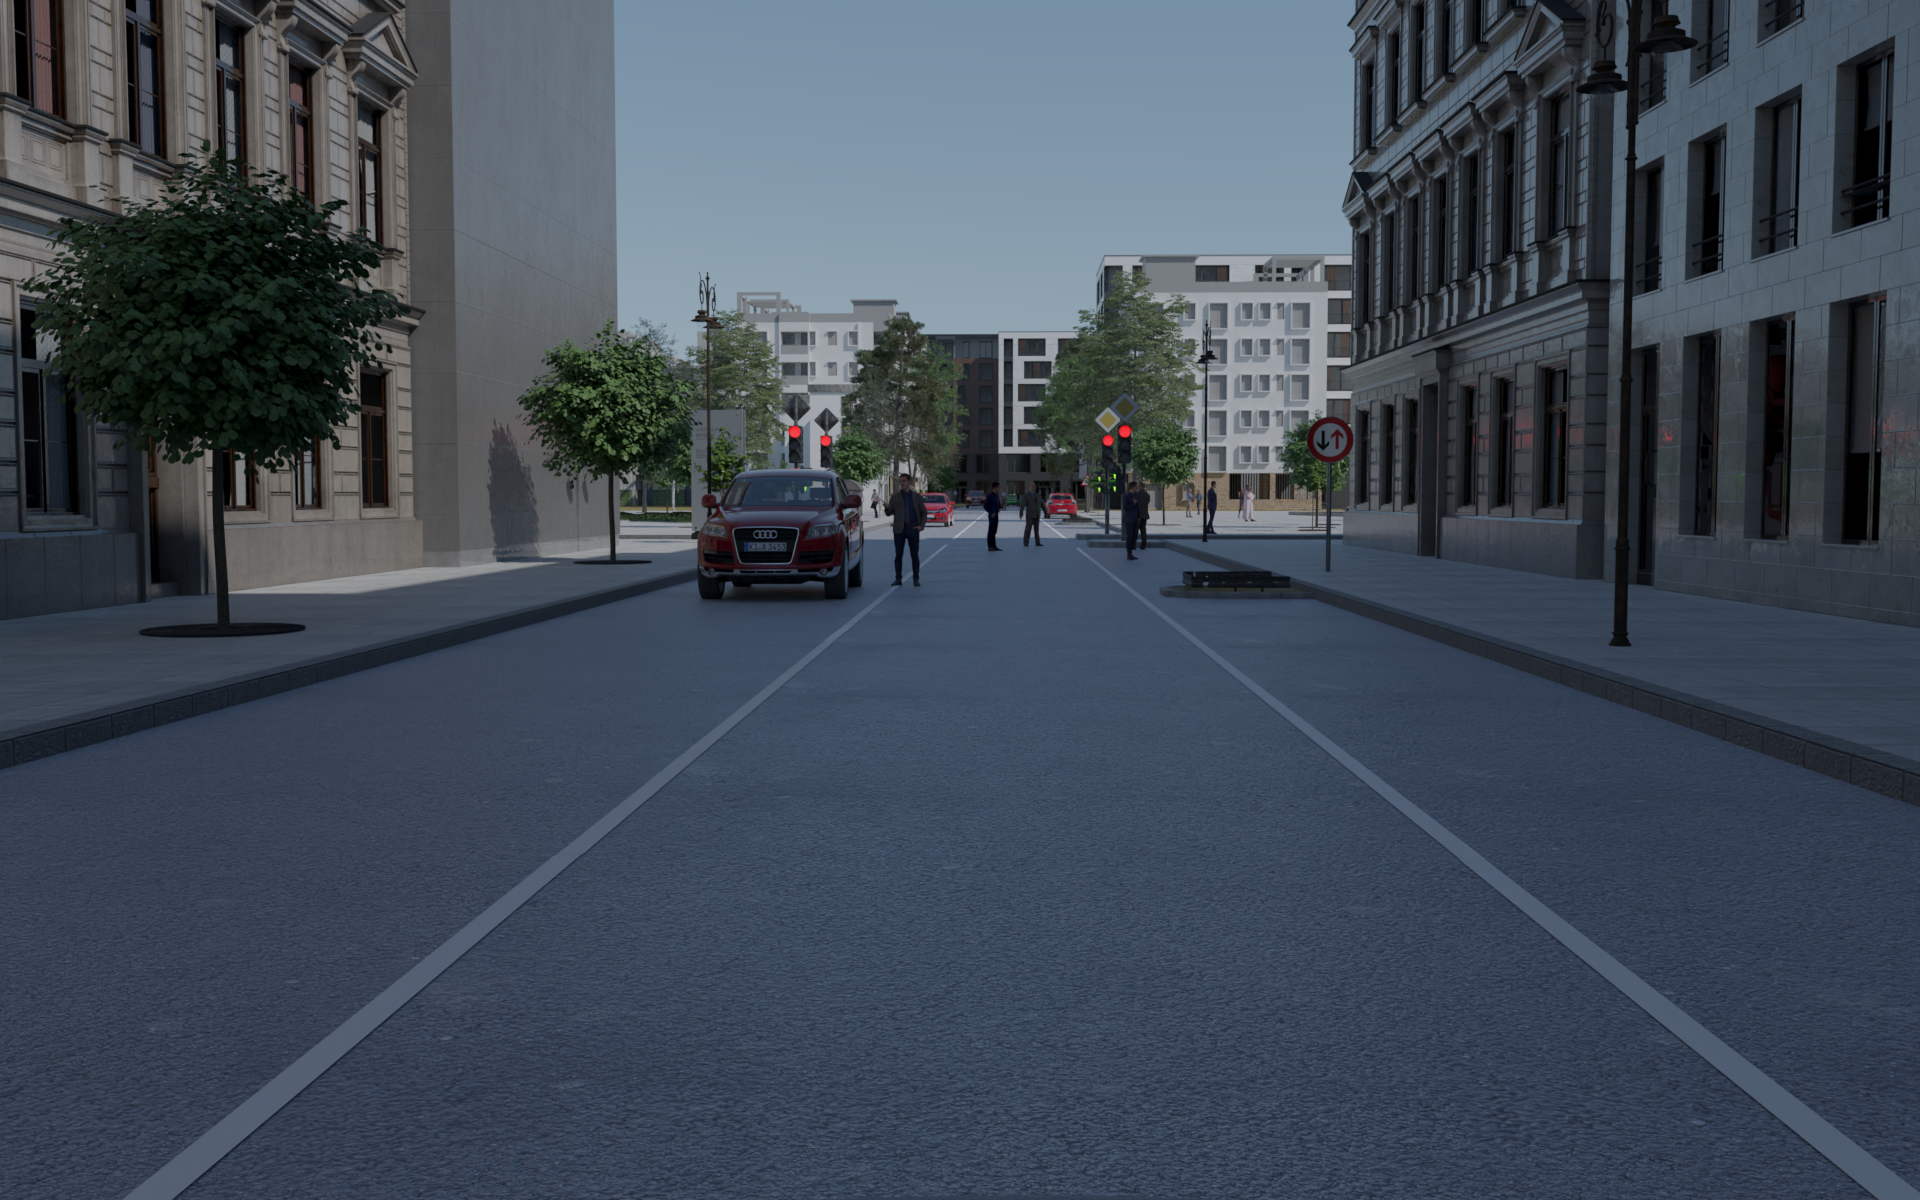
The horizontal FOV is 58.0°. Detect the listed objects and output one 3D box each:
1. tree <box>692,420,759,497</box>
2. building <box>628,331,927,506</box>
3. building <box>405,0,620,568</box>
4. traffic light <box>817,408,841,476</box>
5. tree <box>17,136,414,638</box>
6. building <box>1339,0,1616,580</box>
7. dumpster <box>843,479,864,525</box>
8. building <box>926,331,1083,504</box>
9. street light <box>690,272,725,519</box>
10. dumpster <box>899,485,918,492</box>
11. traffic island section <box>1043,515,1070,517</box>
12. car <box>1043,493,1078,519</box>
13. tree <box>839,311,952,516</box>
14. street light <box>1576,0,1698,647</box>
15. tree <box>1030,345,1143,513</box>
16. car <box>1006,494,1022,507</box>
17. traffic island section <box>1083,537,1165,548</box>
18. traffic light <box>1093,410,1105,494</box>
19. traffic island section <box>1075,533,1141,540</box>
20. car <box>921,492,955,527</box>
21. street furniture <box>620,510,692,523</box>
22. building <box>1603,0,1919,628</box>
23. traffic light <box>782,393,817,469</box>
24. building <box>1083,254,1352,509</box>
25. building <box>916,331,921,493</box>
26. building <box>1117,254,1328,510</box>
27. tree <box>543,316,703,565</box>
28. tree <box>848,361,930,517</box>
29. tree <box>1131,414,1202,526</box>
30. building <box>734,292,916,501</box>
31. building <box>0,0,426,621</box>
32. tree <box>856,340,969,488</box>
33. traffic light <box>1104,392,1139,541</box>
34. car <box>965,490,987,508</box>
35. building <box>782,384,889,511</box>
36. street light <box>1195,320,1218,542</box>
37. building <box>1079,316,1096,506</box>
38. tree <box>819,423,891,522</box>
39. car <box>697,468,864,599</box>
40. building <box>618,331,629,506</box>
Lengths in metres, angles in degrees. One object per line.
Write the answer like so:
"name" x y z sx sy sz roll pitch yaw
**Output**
"tree" -6.265 -3.089 45.111 1.663 3.219 1.824 0 3 0
"building" -19.855 -20.193 196.616 31.486 18.905 16.747 0 4 2
"building" -23.423 -13.323 36.894 30.058 24.678 14.314 0 4 2
"traffic light" -4.264 -4.059 55.606 0.839 4.213 0.868 0 4 2
"tree" -6.816 -1.981 16.099 4.285 4.588 4.351 0 3 0
"building" 14.196 -10.379 34.324 10.561 19.102 19.286 0 4 2
"dumpster" -4.469 -3.827 68.332 1.264 1.857 1.865 0 4 1
"building" 3.044 -23.703 231.513 32.646 21.610 27.936 0 4 2
"street light" -5.247 -3.877 36.180 0.468 5.910 1.993 0 4 2
"dumpster" -3.343 -6.305 108.850 1.264 1.857 1.865 0 4 2
"traffic island section" 6.198 -5.210 108.050 1.991 0.108 1.994 0 4 2
"car" 5.857 -5.643 101.299 2.155 1.783 4.494 0 3 0
"tree" -3.811 -11.073 103.099 6.751 12.117 7.091 0 3 0
"street light" 5.582 -2.549 14.469 0.468 5.910 1.993 0 4 2
"tree" 8.958 -11.834 119.237 9.928 11.665 9.643 0 3 0
"car" 6.250 -11.720 200.418 1.959 1.807 4.718 0 4 0
"traffic island section" 4.512 -1.543 47.503 2.009 0.180 2.903 0 4 2
"traffic light" 4.695 -4.045 55.373 0.839 4.213 0.868 0 4 2
"traffic island section" 4.734 -2.031 55.485 2.009 0.180 2.903 0 4 2
"car" -1.269 -4.127 76.518 2.155 1.783 4.494 0 4 3
"street furniture" -13.127 -3.961 80.390 5.734 0.657 10.072 -3 5 -41
"building" 14.385 -9.877 16.236 10.420 20.320 16.860 0 4 2
"traffic light" -4.486 -3.571 47.624 0.839 4.213 0.868 0 4 2
"building" 26.712 -19.584 164.174 27.936 21.610 32.646 0 4 2
"building" -11.934 -19.640 177.529 16.016 20.091 11.380 0 4 2
"building" 21.099 -17.491 142.396 16.016 20.091 11.380 0 4 2
"tree" -6.497 -2.963 32.154 4.285 4.588 4.351 0 3 0
"tree" -4.310 -8.855 95.135 4.360 8.622 3.978 0 3 0
"tree" 8.430 -5.346 71.127 4.285 4.588 4.351 0 3 0
"building" -12.795 -18.946 166.189 16.016 20.091 11.380 0 4 2
"building" -14.326 -9.550 20.773 10.561 19.102 19.286 0 4 2
"tree" -3.208 -11.656 116.333 9.928 11.665 9.643 0 3 0
"traffic light" 4.472 -3.556 47.391 0.839 4.213 0.868 0 4 2
"car" 1.625 -10.144 174.522 2.281 1.827 5.304 0 4 1
"building" -10.443 -12.493 146.405 9.099 9.664 28.070 0 4 2
"street light" 6.549 -4.487 46.143 0.468 5.910 1.993 0 4 2
"building" 20.968 -20.180 186.360 16.016 20.091 11.380 0 4 2
"tree" -4.981 -5.911 80.362 4.285 4.588 4.351 0 3 0
"car" -2.533 -1.018 25.321 2.281 1.827 5.304 0 4 1
"building" -51.337 -20.227 197.162 31.486 18.905 16.747 0 4 2
